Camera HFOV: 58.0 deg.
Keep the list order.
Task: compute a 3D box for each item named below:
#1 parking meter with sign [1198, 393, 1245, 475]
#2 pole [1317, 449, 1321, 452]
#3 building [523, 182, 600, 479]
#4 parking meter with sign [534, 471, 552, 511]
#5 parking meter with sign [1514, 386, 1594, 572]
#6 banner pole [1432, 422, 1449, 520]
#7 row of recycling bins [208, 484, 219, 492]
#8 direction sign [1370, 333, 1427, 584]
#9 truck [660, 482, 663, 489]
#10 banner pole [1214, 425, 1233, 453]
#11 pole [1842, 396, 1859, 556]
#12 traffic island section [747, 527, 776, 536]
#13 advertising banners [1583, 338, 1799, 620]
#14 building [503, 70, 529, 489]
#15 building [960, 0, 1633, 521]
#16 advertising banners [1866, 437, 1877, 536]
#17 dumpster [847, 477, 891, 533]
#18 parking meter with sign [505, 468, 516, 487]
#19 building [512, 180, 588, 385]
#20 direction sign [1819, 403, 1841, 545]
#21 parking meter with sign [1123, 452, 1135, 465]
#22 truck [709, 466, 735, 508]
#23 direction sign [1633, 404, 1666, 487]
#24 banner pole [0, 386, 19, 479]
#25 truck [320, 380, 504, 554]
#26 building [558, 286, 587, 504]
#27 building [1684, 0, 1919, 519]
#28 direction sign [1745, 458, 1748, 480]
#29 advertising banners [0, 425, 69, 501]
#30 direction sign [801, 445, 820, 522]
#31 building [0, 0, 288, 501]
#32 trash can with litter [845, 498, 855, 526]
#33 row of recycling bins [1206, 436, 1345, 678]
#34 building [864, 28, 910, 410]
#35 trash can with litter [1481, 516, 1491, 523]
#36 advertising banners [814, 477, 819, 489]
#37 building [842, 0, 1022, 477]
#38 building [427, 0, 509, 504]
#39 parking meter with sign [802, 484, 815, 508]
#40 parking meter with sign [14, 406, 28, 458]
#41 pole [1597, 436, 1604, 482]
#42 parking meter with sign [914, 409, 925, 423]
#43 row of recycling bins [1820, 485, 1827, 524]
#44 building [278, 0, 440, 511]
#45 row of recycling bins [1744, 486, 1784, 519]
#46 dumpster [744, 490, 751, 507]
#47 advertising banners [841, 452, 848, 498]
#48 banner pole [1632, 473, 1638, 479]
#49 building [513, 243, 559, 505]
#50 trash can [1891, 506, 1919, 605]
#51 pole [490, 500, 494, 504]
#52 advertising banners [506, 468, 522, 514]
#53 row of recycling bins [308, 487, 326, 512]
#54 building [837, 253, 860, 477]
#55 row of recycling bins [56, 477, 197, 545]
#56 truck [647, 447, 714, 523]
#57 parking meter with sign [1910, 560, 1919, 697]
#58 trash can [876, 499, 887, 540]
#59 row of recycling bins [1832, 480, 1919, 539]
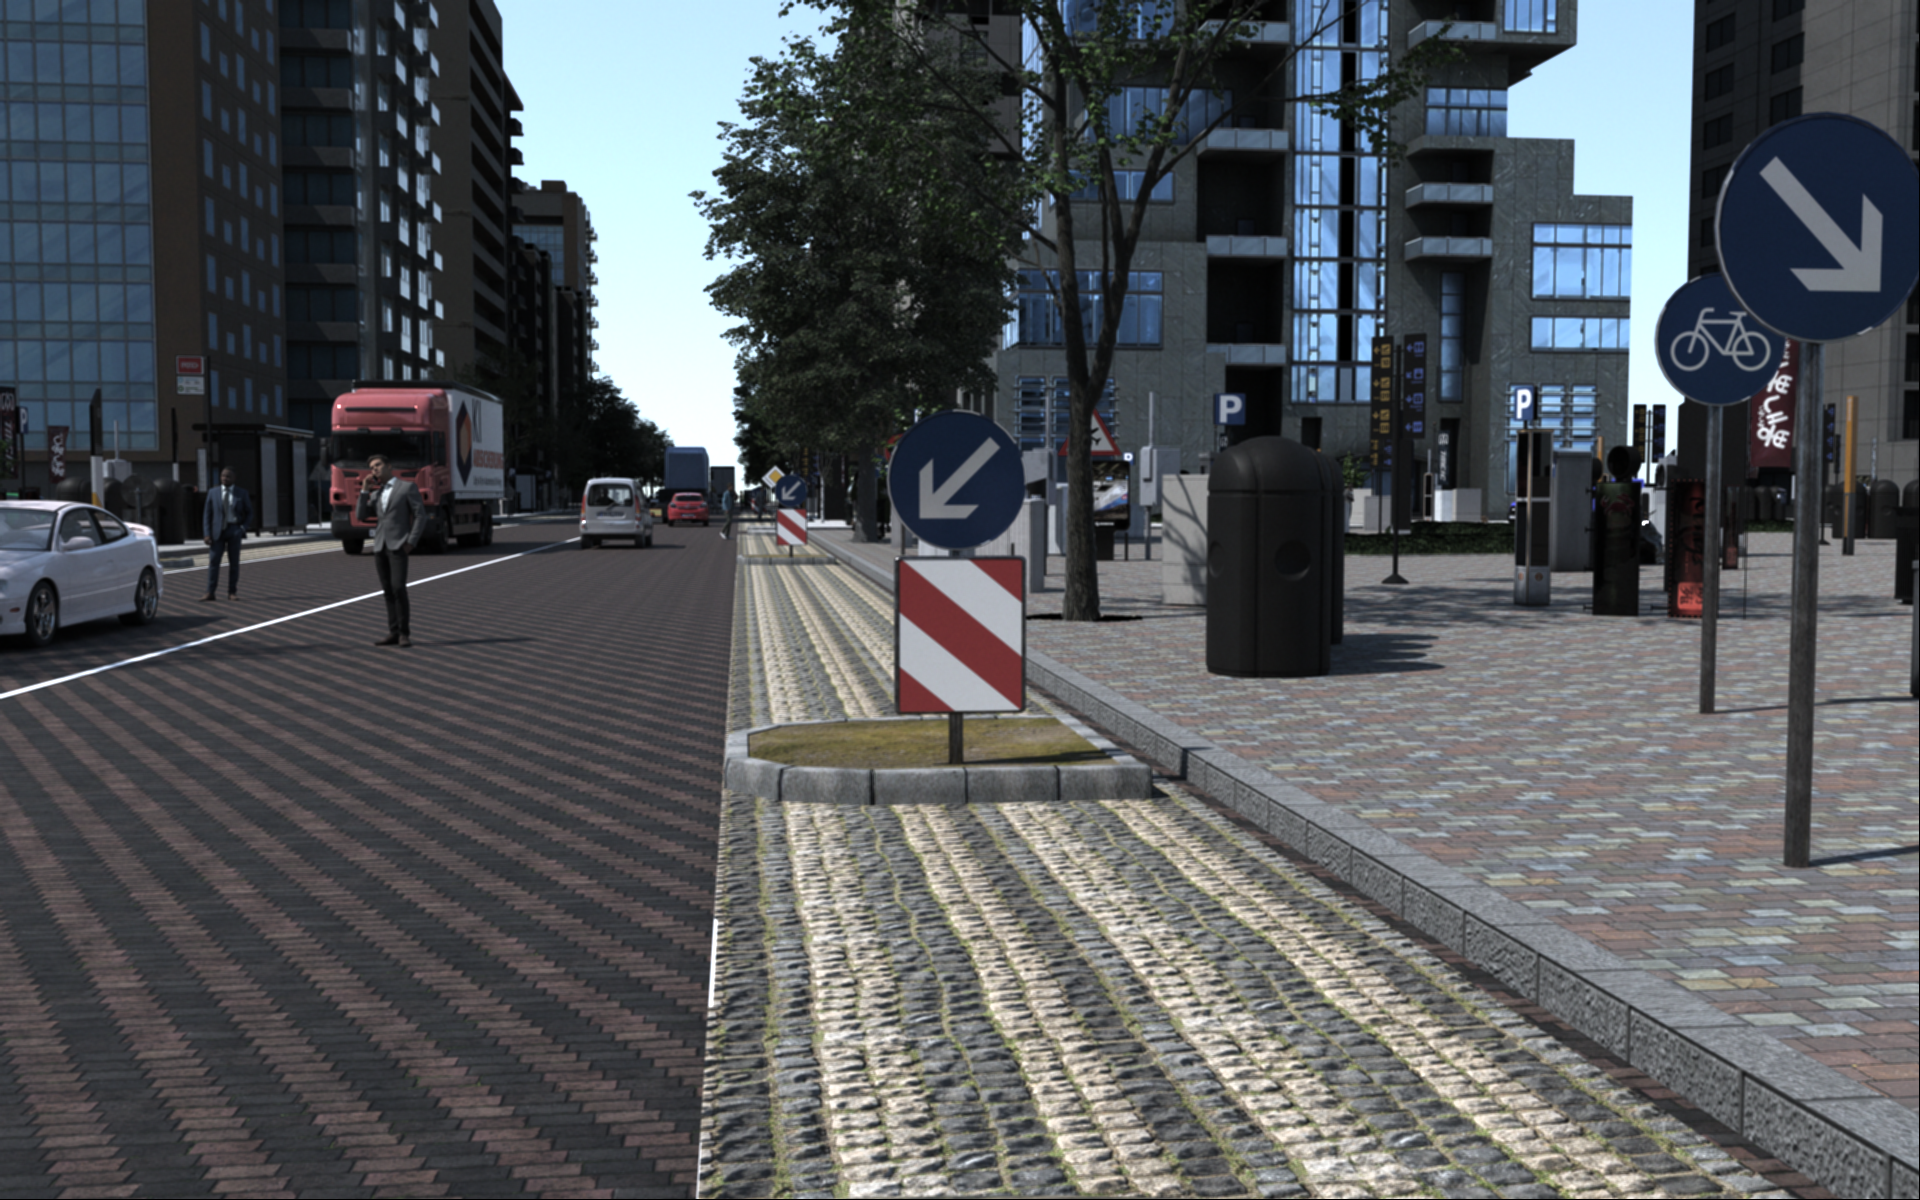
[{"bbox_3d":[4.558,-2.117,30.867,0.543,3.016,1.738,0,4,-7],"label":"parking meter with sign"},{"bbox_3d":[16.217,-5.167,78.324,0.158,3.312,0.155,0,3,0],"label":"pole"},{"bbox_3d":[-68.422,-39.883,271.692,23.786,49.044,30.456,0,4,-7],"label":"building"},{"bbox_3d":[-30.896,-8.074,128.276,0.543,3.016,1.738,1,4,20],"label":"parking meter with sign"},{"bbox_3d":[10.007,-1.971,28.481,1.738,3.016,0.543,-1,4,-16],"label":"parking meter with sign"},{"bbox_3d":[16.587,-4.277,59.942,0.401,3.779,0.863,-3,4,-36],"label":"banner pole"},{"bbox_3d":[-31.903,-3.978,72.160,3.534,1.692,1.069,1,4,22],"label":"row of recycling bins"},{"bbox_3d":[6.246,-2.003,24.754,0.379,3.537,0.876,-3,5,-43],"label":"direction sign"},{"bbox_3d":[-33.724,-12.840,205.852,3.469,3.379,9.791,0,4,-8],"label":"truck"},{"bbox_3d":[9.449,-4.442,62.641,0.863,3.779,0.401,0,4,-4],"label":"banner pole"},{"bbox_3d":[18.569,-2.586,36.118,0.158,3.312,0.155,0,3,0],"label":"pole"},{"bbox_3d":[-6.374,-2.318,60.175,2.009,0.180,2.903,0,4,-7],"label":"traffic island section"},{"bbox_3d":[7.550,-1.324,17.828,2.074,3.025,0.090,2,4,25],"label":"advertising banners"},{"bbox_3d":[-55.803,-31.767,174.018,22.147,44.769,28.867,0,4,-7],"label":"building"},{"bbox_3d":[15.629,-47.431,88.163,31.000,86.520,22.319,0,4,-7],"label":"building"},{"bbox_3d":[27.442,-3.443,52.481,0.090,3.025,2.074,3,5,43],"label":"advertising banners"},{"bbox_3d":[-2.998,-3.423,58.464,1.502,2.255,1.985,0,4,-7],"label":"dumpster"},{"bbox_3d":[-30.801,-7.447,118.019,0.543,3.016,1.738,-2,4,-33],"label":"parking meter with sign"},{"bbox_3d":[-61.465,-36.704,250.220,14.600,45.320,14.200,0,4,-7],"label":"building"},{"bbox_3d":[21.783,-3.159,43.655,0.379,3.537,0.876,0,4,1],"label":"direction sign"},{"bbox_3d":[6.560,-4.618,71.767,0.543,3.016,1.738,3,4,36],"label":"parking meter with sign"},{"bbox_3d":[-24.693,-11.670,179.713,2.839,4.237,11.283,-1,4,-8],"label":"truck"},{"bbox_3d":[17.368,-3.163,43.714,0.876,3.537,0.379,-1,4,-10],"label":"direction sign"},{"bbox_3d":[-19.542,-2.776,35.409,0.401,3.779,0.863,1,4,11],"label":"banner pole"},{"bbox_3d":[-13.909,-3.421,44.843,2.839,4.237,11.283,0,4,-6],"label":"truck"},{"bbox_3d":[-58.684,-28.429,236.507,14.160,30.474,14.107,0,4,-7],"label":"building"},{"bbox_3d":[53.240,-39.833,89.519,20.611,71.187,20.563,0,4,-7],"label":"building"},{"bbox_3d":[42.000,-6.194,93.262,0.876,3.537,0.379,1,4,18],"label":"direction sign"},{"bbox_3d":[-23.602,-2.914,43.833,2.074,3.025,0.090,-3,5,-44],"label":"advertising banners"},{"bbox_3d":[-6.926,-5.404,80.345,0.876,3.537,0.379,0,4,1],"label":"direction sign"},{"bbox_3d":[-40.510,-26.298,80.082,14.600,45.320,14.200,0,4,-7],"label":"building"},{"bbox_3d":[-4.260,-3.581,69.938,0.624,1.170,1.055,-1,4,-22],"label":"trash can with litter"},{"bbox_3d":[2.500,-0.402,13.690,1.069,1.692,3.534,1,4,15],"label":"row of recycling bins"},{"bbox_3d":[-1.601,-31.407,163.621,14.600,45.320,14.200,0,4,-7],"label":"building"},{"bbox_3d":[23.238,-4.047,77.559,1.055,1.170,0.624,2,4,27],"label":"trash can with litter"},{"bbox_3d":[-7.309,-5.920,92.985,0.090,3.025,2.074,-2,4,-35],"label":"advertising banners"},{"bbox_3d":[2.481,-36.431,184.884,28.713,52.752,27.495,0,4,-7],"label":"building"},{"bbox_3d":[-51.404,-32.130,149.030,21.300,48.544,21.600,0,4,-7],"label":"building"},{"bbox_3d":[-11.889,-8.532,135.760,0.543,3.016,1.738,-3,5,-43],"label":"parking meter with sign"},{"bbox_3d":[-19.475,-2.329,34.343,1.738,3.016,0.543,-1,4,-12],"label":"parking meter with sign"},{"bbox_3d":[22.706,-4.133,61.422,0.158,3.312,0.155,0,3,0],"label":"pole"},{"bbox_3d":[-0.021,-2.392,35.367,1.738,3.016,0.543,-1,4,-18],"label":"parking meter with sign"},{"bbox_3d":[37.956,-4.120,74.474,3.534,1.692,1.069,-3,4,-38],"label":"row of recycling bins"},{"bbox_3d":[-47.782,-30.393,116.541,23.786,49.044,30.456,0,4,-7],"label":"building"},{"bbox_3d":[39.750,-4.870,86.732,3.534,1.692,1.069,-1,4,-15],"label":"row of recycling bins"},{"bbox_3d":[-21.702,-10.564,180.934,1.865,1.857,1.264,0,4,-6],"label":"dumpster"},{"bbox_3d":[-4.751,-4.725,73.444,0.090,3.025,2.074,1,4,12],"label":"advertising banners"},{"bbox_3d":[43.077,-7.381,110.692,0.401,3.779,0.863,-1,4,-10],"label":"banner pole"},{"bbox_3d":[-54.012,-25.995,196.720,14.160,30.474,14.107,0,4,-7],"label":"building"},{"bbox_3d":[11.190,-0.515,20.072,0.748,1.137,0.748,0,3,0],"label":"trash can"},{"bbox_3d":[-30.868,-7.357,114.131,0.158,3.312,0.155,0,3,0],"label":"pole"},{"bbox_3d":[-29.548,-7.243,114.610,0.090,3.025,2.074,-3,5,-40],"label":"advertising banners"},{"bbox_3d":[-38.035,-5.712,100.504,3.534,1.692,1.069,3,4,37],"label":"row of recycling bins"},{"bbox_3d":[-7.641,-26.515,205.214,14.160,30.474,14.107,0,4,-7],"label":"building"},{"bbox_3d":[-20.778,-2.198,43.051,1.069,1.692,3.534,1,4,21],"label":"row of recycling bins"},{"bbox_3d":[-14.985,-6.279,92.419,2.967,4.110,18.799,0,4,-5],"label":"truck"},{"bbox_3d":[6.687,-0.925,11.388,0.543,3.016,1.738,3,4,39],"label":"parking meter with sign"},{"bbox_3d":[-2.424,-2.278,48.895,0.748,1.137,0.748,0,3,0],"label":"trash can"},{"bbox_3d":[26.908,-2.593,49.508,3.534,1.692,1.069,1,4,10],"label":"row of recycling bins"}]
